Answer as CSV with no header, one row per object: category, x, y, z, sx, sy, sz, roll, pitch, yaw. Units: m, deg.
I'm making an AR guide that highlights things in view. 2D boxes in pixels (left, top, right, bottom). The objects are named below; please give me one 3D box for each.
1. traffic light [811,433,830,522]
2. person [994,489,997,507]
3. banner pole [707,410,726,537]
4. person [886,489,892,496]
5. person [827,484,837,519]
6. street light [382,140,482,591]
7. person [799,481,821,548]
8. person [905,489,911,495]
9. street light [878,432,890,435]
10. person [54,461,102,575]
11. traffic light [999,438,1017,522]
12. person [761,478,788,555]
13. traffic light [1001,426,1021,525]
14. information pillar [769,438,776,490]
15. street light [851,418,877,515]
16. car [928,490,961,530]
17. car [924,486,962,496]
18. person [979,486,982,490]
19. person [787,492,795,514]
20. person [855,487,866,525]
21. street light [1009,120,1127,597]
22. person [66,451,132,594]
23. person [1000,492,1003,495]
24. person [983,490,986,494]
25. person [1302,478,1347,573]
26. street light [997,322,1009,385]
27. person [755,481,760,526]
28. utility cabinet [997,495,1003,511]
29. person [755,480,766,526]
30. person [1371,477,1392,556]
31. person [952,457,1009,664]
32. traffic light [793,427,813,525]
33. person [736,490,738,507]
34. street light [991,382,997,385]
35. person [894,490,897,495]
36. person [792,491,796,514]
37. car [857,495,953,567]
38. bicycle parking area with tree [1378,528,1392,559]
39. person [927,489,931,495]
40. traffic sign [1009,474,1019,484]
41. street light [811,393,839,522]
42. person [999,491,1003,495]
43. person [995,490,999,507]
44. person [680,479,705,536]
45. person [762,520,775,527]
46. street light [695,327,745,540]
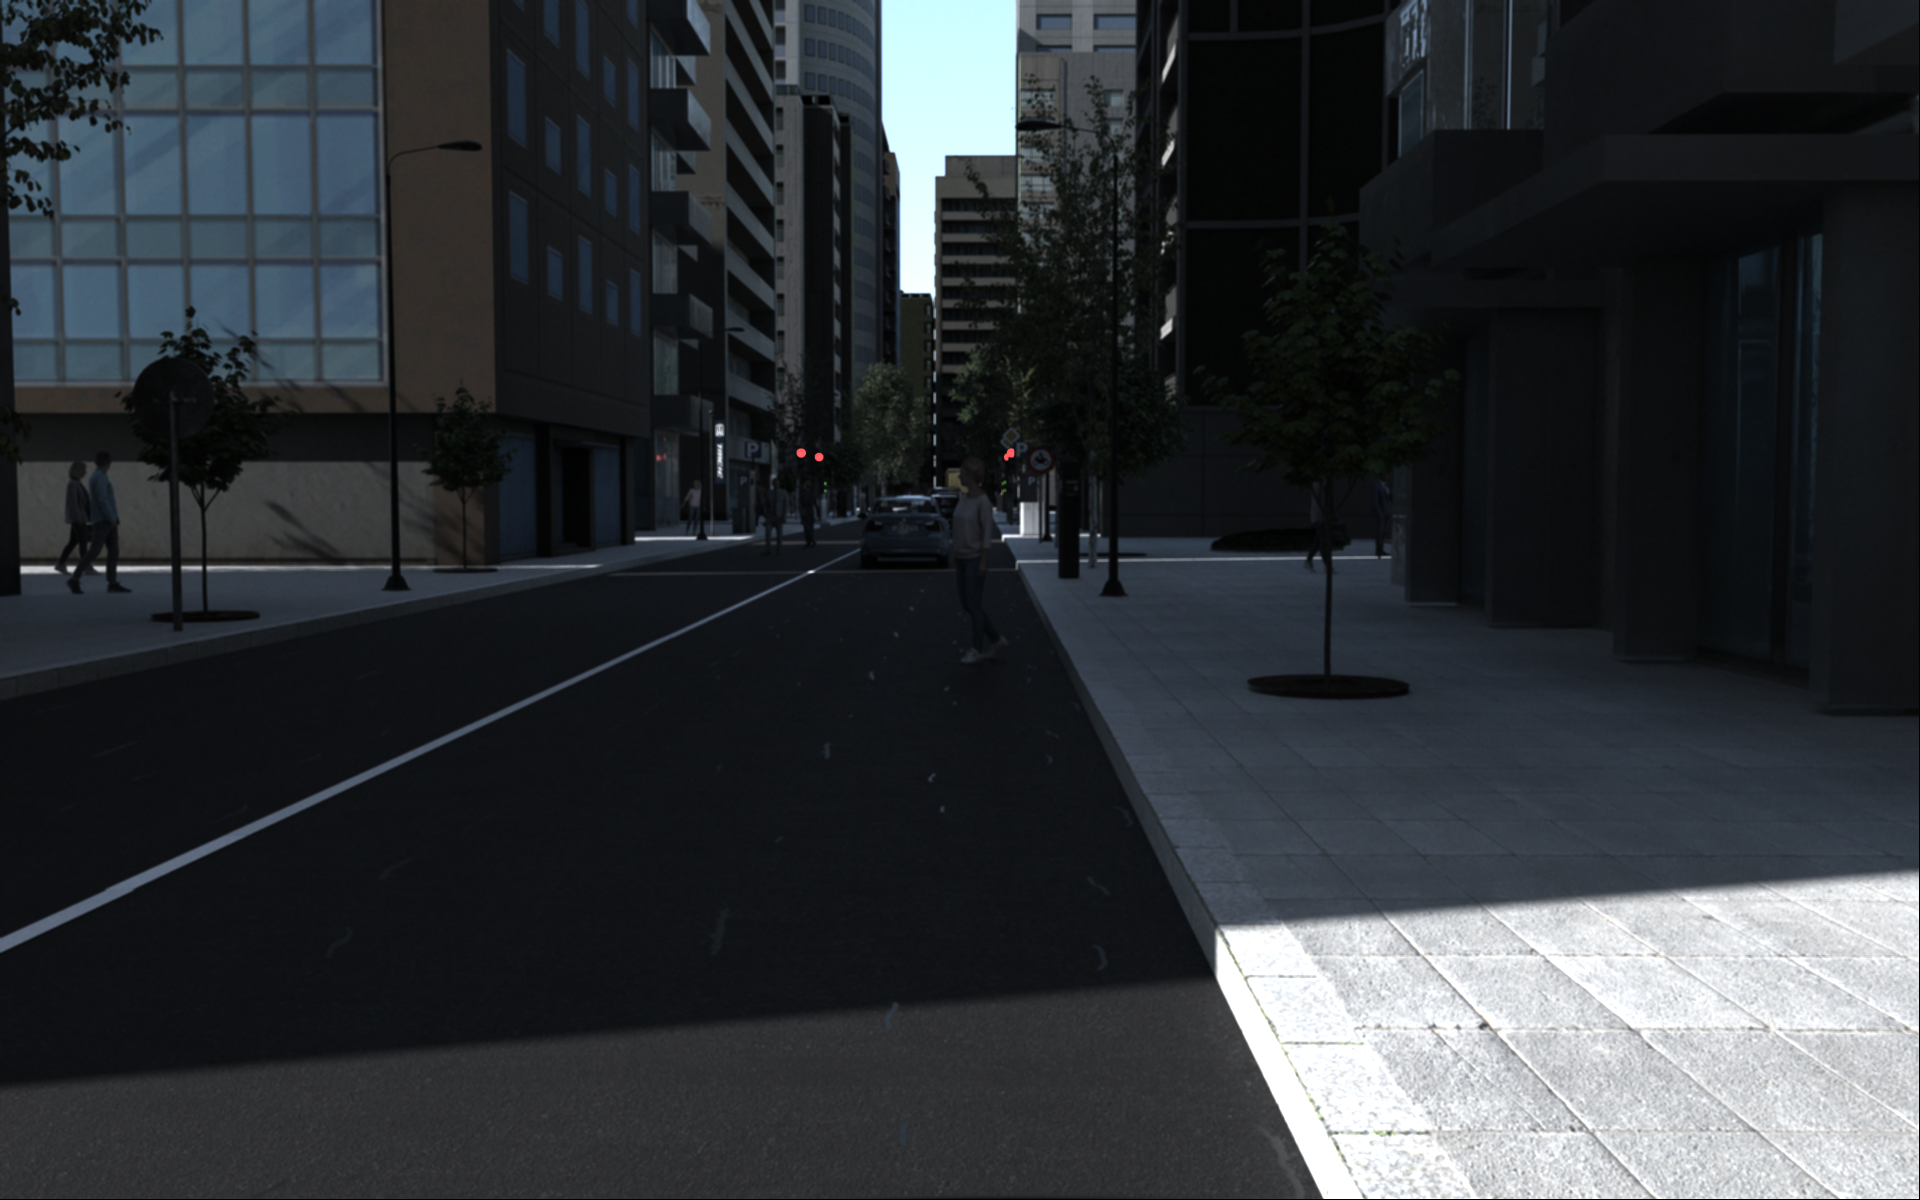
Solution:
traffic light,-6.456,-5.570,79.986,0.839,4.253,0.868,0,4,1
person,3.573,-9.943,169.064,0.568,1.767,0.683,-3,5,-41
banner pole,-7.233,-3.761,51.505,0.863,3.779,0.401,3,5,44
person,-7.145,-10.107,171.305,0.705,1.823,1.348,-3,5,-43
person,-6.726,-5.151,90.536,0.573,1.790,0.520,3,4,37
street light,-6.981,-3.081,22.921,1.470,5.913,1.316,0,4,1
person,-4.003,-2.287,46.308,0.534,1.772,0.576,1,4,19
person,-3.743,-7.222,126.852,0.793,1.790,0.793,3,4,36
street light,-5.786,-9.669,130.625,1.470,5.913,1.316,0,4,1
person,-14.029,-1.304,27.552,0.728,1.800,0.709,-1,4,-12
traffic light,2.205,-5.565,79.902,0.839,4.253,0.868,0,4,1
person,-4.365,-1.975,40.894,0.635,1.810,0.391,0,4,4
traffic light,2.112,-5.076,71.918,0.839,4.253,0.868,0,4,1
information pillar,-7.878,-4.990,72.935,0.183,3.616,0.504,1,4,20
street light,-5.968,-8.114,105.199,1.470,5.913,1.316,0,4,1
car,-0.561,-3.192,61.979,2.009,1.686,4.222,0,4,1
car,-0.706,-4.850,87.970,2.281,1.827,5.304,0,4,0
person,0.931,-4.692,85.022,0.447,1.846,0.655,-2,4,-25
person,-10.647,-6.291,109.016,0.709,1.813,0.853,-1,4,-20
person,-4.552,-4.310,79.546,0.524,1.755,0.480,-1,4,-13
street light,1.392,-3.005,21.676,1.470,5.913,1.316,0,4,1
person,-11.160,-1.010,22.417,0.748,1.841,0.638,-1,4,-18
person,4.098,-9.371,159.972,1.217,1.736,0.721,3,5,42
person,1.657,-6.687,118.830,0.522,1.701,0.512,1,4,16
person,5.942,-1.349,28.284,0.728,1.800,0.709,3,5,43
street light,1.823,-4.535,46.694,1.470,5.913,1.316,0,4,1
person,-8.401,-3.938,70.403,0.580,1.828,0.573,-1,4,-20
utility cabinet,3.158,-7.339,131.148,0.306,1.237,1.020,-2,4,-31
person,-7.880,-3.840,68.731,0.836,1.842,0.656,0,4,4
person,8.748,-1.819,35.965,0.419,1.800,0.721,2,4,34
person,0.164,-0.343,14.785,0.598,1.740,0.731,-3,4,-36
traffic light,-6.549,-5.081,72.002,0.839,4.253,0.868,0,4,1
person,-10.374,-4.632,81.951,0.511,1.800,0.466,-2,4,-27
street light,1.999,-6.077,71.906,1.470,5.913,1.316,0,4,1
person,-6.778,-10.891,184.829,0.721,1.735,1.217,-1,4,-14
person,-10.642,-6.348,110.184,0.716,1.782,0.532,1,4,19
car,-1.099,-1.413,35.108,2.014,1.417,4.499,0,4,-1
bicycle parking area with tree,11.554,-2.680,30.824,8.231,4.147,9.016,1,4,17
person,-2.246,-7.063,124.460,0.515,1.767,0.782,-1,4,-21
traffic sign,2.791,-5.706,93.302,0.884,2.594,0.081,0,4,5
street light,-6.272,-6.566,79.896,1.470,5.913,1.316,0,4,1
person,4.496,-10.635,180.634,1.217,1.736,0.721,0,4,4
person,3.629,-9.826,167.629,0.436,1.711,0.756,1,4,23
person,-8.313,-2.861,53.498,0.731,1.740,0.598,-3,4,-37
person,-7.288,-3.437,66.513,0.640,1.303,0.475,0,4,-7
street light,-6.689,-4.636,48.334,1.470,5.913,1.316,0,4,1
